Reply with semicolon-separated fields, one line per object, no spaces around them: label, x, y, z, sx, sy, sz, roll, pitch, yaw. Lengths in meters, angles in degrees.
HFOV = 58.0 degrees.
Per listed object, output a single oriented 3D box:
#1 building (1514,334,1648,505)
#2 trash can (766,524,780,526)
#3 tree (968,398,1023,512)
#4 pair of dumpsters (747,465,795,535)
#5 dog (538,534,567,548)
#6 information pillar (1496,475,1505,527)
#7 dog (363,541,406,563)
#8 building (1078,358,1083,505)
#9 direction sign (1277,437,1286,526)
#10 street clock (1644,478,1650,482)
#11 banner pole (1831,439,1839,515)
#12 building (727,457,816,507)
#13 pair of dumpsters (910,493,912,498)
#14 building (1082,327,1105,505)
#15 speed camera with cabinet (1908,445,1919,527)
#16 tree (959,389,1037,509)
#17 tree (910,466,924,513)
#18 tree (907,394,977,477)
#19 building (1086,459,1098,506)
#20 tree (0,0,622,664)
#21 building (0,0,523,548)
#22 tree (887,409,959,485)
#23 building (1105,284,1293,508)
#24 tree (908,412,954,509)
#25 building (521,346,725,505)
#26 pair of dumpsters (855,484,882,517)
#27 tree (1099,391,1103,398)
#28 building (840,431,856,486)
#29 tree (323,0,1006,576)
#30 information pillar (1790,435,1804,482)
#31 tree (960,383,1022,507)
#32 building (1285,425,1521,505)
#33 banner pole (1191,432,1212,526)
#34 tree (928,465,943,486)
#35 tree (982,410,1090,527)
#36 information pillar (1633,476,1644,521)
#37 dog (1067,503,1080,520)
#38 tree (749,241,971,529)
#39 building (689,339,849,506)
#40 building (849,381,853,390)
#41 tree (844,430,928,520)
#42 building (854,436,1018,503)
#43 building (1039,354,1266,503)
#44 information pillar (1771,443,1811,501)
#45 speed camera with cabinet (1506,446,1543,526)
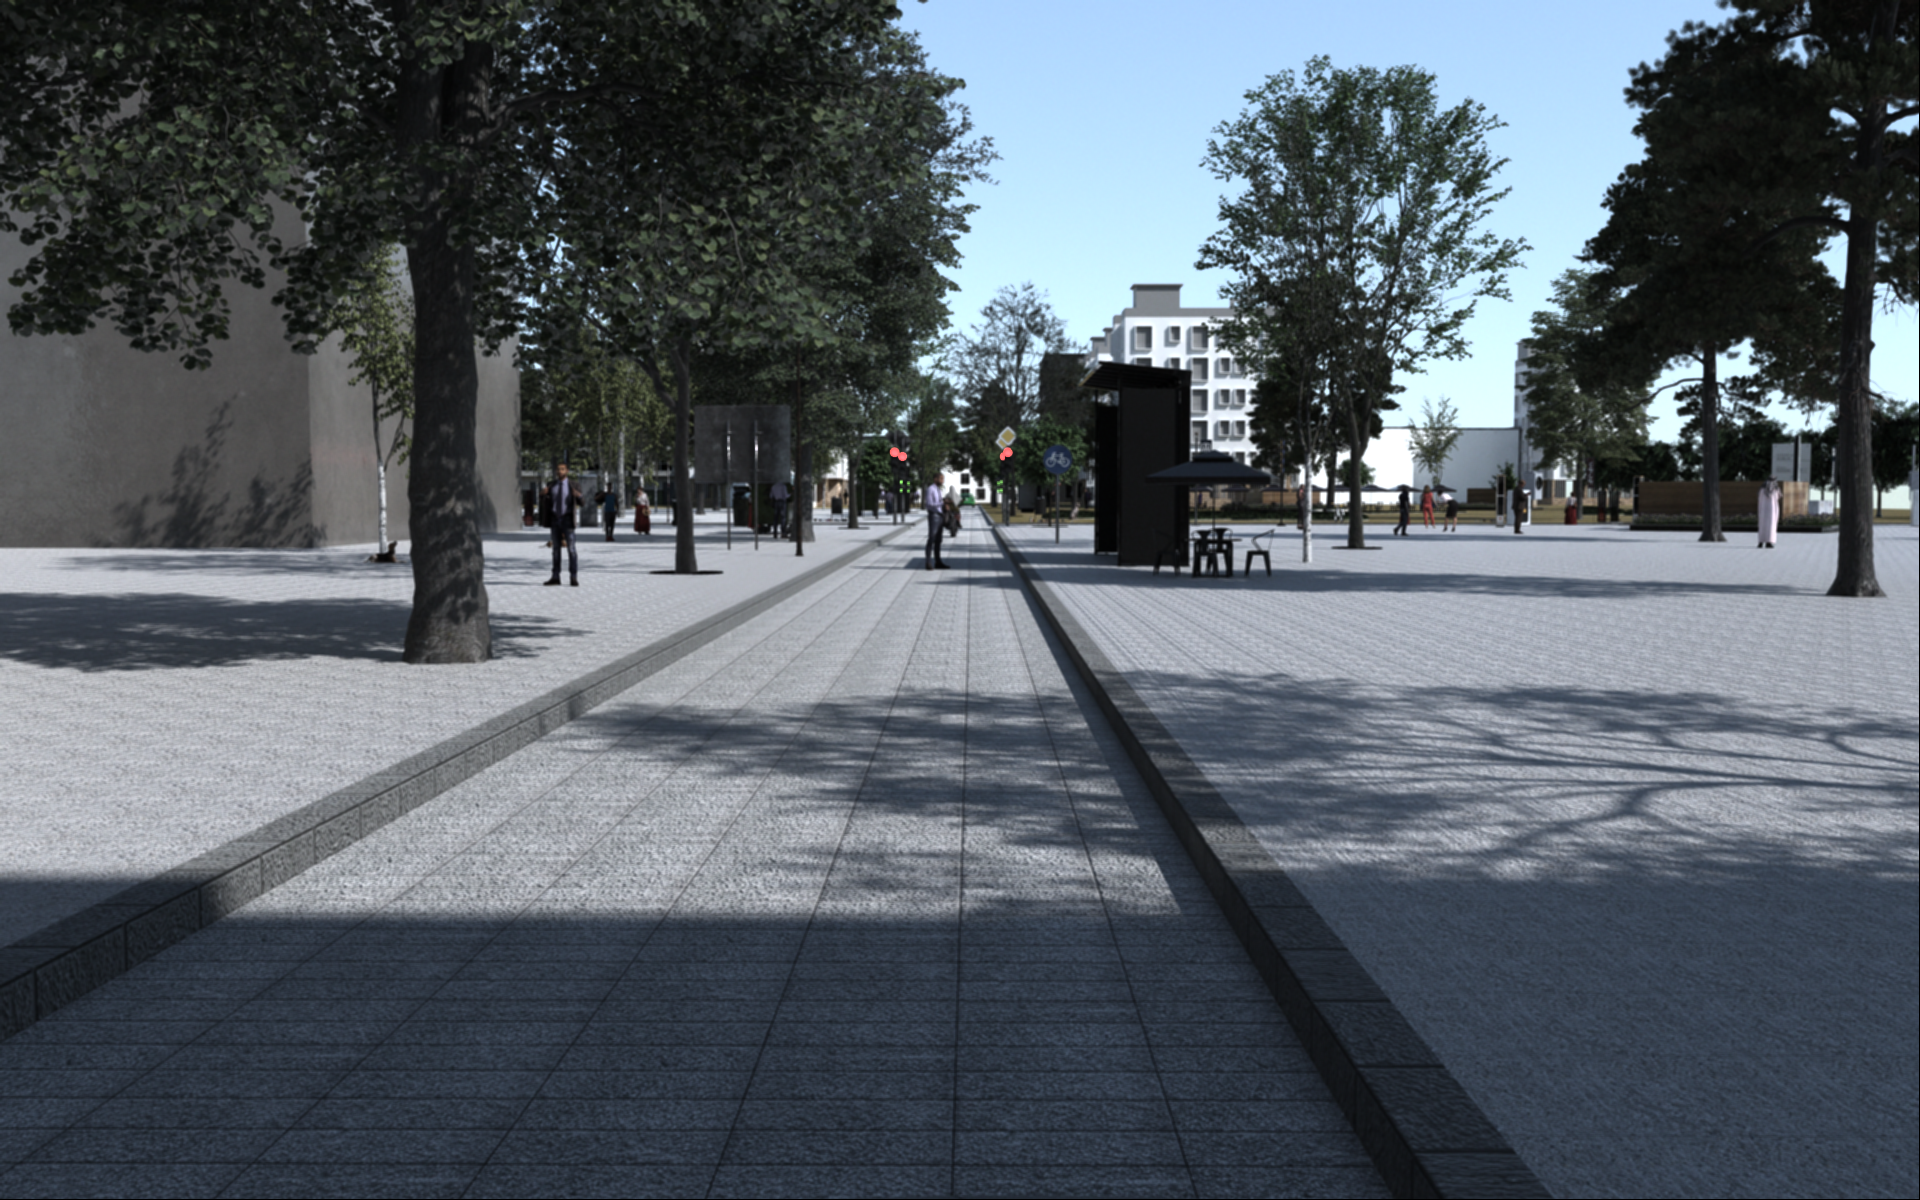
building;74.929;-21.642;210.264;11.380;20.091;16.016;0;4;0
trash can;-7.527;-3.548;69.661;0.748;1.137;0.748;0;3;0
tree;2.889;-10.810;127.102;4.737;8.622;4.395;0;3;0
pair of dumpsters;-5.930;-3.278;56.089;1.574;2.255;4.436;0;4;1
dog;-9.753;-1.468;41.743;0.748;0.427;0.550;0;4;1
information pillar;20.972;-3.836;67.216;0.304;2.012;0.304;1;4;13
dog;-10.759;-0.895;32.377;0.748;0.427;0.550;3;4;37
building;22.374;-21.830;213.341;16.016;20.091;11.380;0;4;0
direction sign;12.919;-4.742;69.524;0.379;3.537;0.876;1;4;20
street clock;31.228;-4.553;79.018;0.471;2.002;0.358;-2;4;-33
banner pole;40.005;-5.458;79.261;0.401;3.779;0.863;3;5;44
building;-18.415;-13.869;168.906;9.099;9.664;28.070;0;4;0
pair of dumpsters;-4.253;-7.365;122.913;1.574;2.255;4.436;0;4;0
building;22.973;-21.128;201.865;16.016;20.091;11.380;0;4;0
speed camera with cabinet;38.161;-4.559;68.882;0.660;3.252;2.038;2;4;24
tree;4.138;-13.373;153.056;7.601;10.594;8.767;0;4;-3
tree;-3.370;-7.540;117.885;1.663;3.219;1.824;0;3;0
tree;-2.611;-18.981;217.764;7.806;13.903;7.818;0;3;0
building;18.591;-14.666;181.938;9.099;9.664;28.070;0;4;0
tree;-3.855;-6.506;13.021;9.857;13.997;8.962;0;3;0
building;-32.288;-15.014;49.994;34.151;26.468;19.350;0;4;0
tree;-3.039;-14.785;176.146;8.767;10.594;7.601;-1;4;-13
building;22.168;-18.647;161.303;16.016;20.091;11.380;0;4;0
tree;-2.773;-12.104;148.262;4.737;8.622;4.395;0;3;0
building;-40.626;-21.095;211.367;31.486;18.905;16.747;0;4;0
pair of dumpsters;-5.351;-5.956;99.874;1.574;2.255;4.436;0;4;0
tree;3.089;-11.543;99.097;12.009;13.543;11.850;0;3;0
building;-31.672;-23.880;256.898;31.486;18.905;16.747;0;4;0
tree;-4.551;-7.158;27.406;12.009;13.543;11.850;0;3;0
information pillar;33.671;-4.795;69.721;0.184;3.620;1.656;2;4;28
tree;3.386;-14.928;166.123;6.751;12.117;7.091;0;3;0
building;55.235;-16.696;215.124;28.070;9.664;9.099;0;4;0
banner pole;9.792;-4.900;70.134;0.863;3.779;0.401;0;4;-1
tree;-3.197;-12.225;183.588;4.285;4.588;4.351;0;3;0
tree;3.463;-5.139;67.735;4.285;4.588;4.351;0;3;0
information pillar;27.981;-4.096;71.466;0.304;2.012;0.304;3;5;43
dog;5.571;-4.409;86.468;0.800;0.831;0.513;0;4;8
tree;-3.909;-8.438;63.725;9.928;11.665;9.643;0;3;0
building;-20.757;-20.303;188.369;16.016;20.091;11.380;0;4;0
building;-18.966;-21.706;211.307;11.380;20.091;16.016;0;4;0
tree;-4.118;-6.343;87.415;4.285;4.588;4.351;0;3;0
building;-1.918;-19.048;253.585;28.070;9.664;9.099;0;4;0
building;28.718;-25.591;262.388;32.646;21.610;27.936;0;4;0
information pillar;38.586;-5.453;80.468;1.656;3.620;0.184;1;4;18
speed camera with cabinet;23.044;-4.666;70.631;0.660;3.252;2.038;3;5;44
